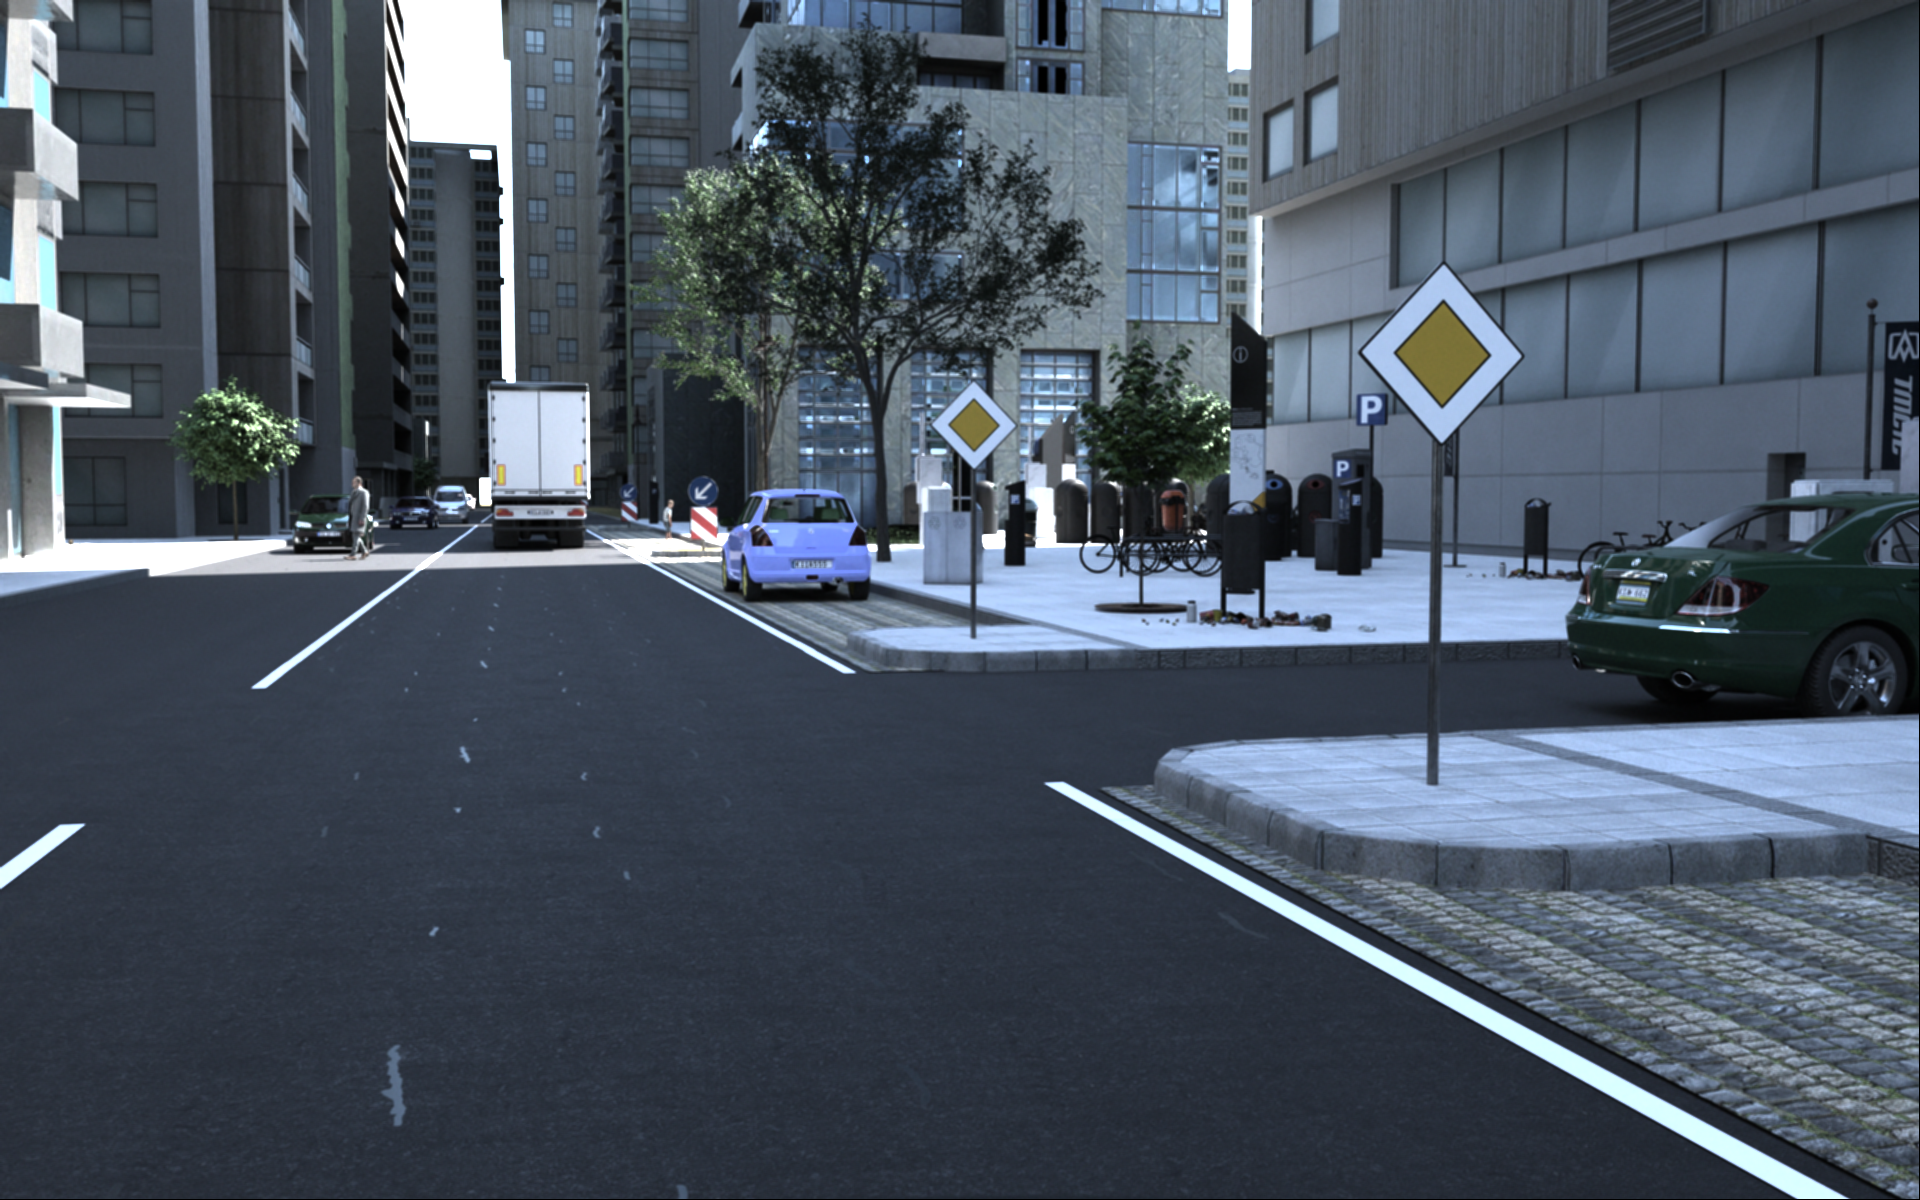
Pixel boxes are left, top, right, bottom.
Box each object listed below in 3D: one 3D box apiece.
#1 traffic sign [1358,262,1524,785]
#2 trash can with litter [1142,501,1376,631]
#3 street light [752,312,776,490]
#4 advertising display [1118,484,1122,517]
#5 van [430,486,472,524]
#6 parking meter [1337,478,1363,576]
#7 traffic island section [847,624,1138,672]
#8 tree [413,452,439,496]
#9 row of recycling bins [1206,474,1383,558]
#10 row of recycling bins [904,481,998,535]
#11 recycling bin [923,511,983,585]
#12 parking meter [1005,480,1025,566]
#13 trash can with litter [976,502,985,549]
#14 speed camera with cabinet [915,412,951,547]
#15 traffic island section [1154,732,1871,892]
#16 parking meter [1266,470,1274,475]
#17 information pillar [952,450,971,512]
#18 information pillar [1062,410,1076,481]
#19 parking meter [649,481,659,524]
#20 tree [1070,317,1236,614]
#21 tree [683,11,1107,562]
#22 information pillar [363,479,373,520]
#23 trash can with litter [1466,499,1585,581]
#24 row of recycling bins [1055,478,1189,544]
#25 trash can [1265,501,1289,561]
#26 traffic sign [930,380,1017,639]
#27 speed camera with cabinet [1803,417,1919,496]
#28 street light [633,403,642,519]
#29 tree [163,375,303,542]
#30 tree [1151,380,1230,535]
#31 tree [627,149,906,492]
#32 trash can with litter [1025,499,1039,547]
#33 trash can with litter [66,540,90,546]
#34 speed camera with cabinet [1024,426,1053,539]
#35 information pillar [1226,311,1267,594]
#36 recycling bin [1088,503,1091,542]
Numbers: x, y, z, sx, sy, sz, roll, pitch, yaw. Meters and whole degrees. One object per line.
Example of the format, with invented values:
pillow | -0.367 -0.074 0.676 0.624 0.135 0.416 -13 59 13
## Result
traffic sign | 2.084 -0.241 7.586 0.795 2.450 0.064 -1 4 -14
trash can with litter | 2.982 -0.355 16.857 1.678 1.210 2.233 -3 5 -40
street light | -4.696 -4.226 41.877 0.468 5.910 1.993 -1 4 -14
advertising display | 5.311 -2.964 53.677 0.974 1.923 0.123 -1 4 -20
van | -24.597 -4.682 83.570 2.013 2.044 4.112 -1 4 -15
parking meter | 6.166 -1.161 27.392 0.372 1.533 0.369 0 3 0
traffic island section | 0.137 0.420 15.408 2.009 0.180 2.903 -1 4 -14
tree | -42.463 -9.297 135.724 4.285 4.588 4.351 0 3 0
row of recycling bins | 6.792 -1.724 35.293 3.534 1.692 1.069 1 4 8
row of recycling bins | -0.301 -2.846 53.652 3.534 1.692 1.069 -3 5 -41
recycling bin | -0.094 -0.751 24.841 0.722 1.027 0.722 1 4 14
parking meter | 0.985 -1.386 31.074 0.372 1.533 0.369 0 3 0
trash can with litter | 0.315 -1.665 38.612 0.624 1.170 1.055 -1 4 -18
speed camera with cabinet | -0.630 -2.879 41.410 0.660 3.252 2.038 -1 4 -9
traffic island section | 2.105 0.894 7.668 2.009 0.180 2.903 -1 4 -14
parking meter | 7.578 -2.269 42.802 0.255 1.863 0.399 -1 4 -10
information pillar | 0.065 -1.476 28.625 0.304 2.012 0.304 -2 4 -23
information pillar | 3.038 -3.475 48.171 0.183 3.616 0.504 3 5 44
parking meter | -13.225 -4.229 74.859 0.399 1.863 0.255 -2 4 -24
tree | 1.945 -1.500 19.126 1.663 3.219 1.824 0 3 0
tree | -1.398 -6.026 32.942 8.767 10.594 7.601 0 4 4
information pillar | -29.294 -4.968 85.725 0.304 2.012 0.304 1 4 17
trash can with litter | 8.871 -0.928 26.235 1.678 1.210 2.233 -1 4 -17
row of recycling bins | 4.260 -2.332 45.241 3.534 1.692 1.069 -1 4 -9
trash can | 5.968 -1.328 33.373 0.748 1.137 0.748 0 3 0
traffic sign | 0.116 -0.715 15.325 0.795 2.450 0.064 -1 4 -14
speed camera with cabinet | 10.954 -1.599 20.486 2.038 3.252 0.660 0 4 -5
street light | -16.414 -7.063 88.270 0.468 5.910 1.993 -1 4 -14
tree | -19.781 -3.871 47.005 4.285 4.588 4.351 0 3 0
tree | 6.776 -4.061 50.104 4.285 4.588 4.351 0 3 0
tree | -5.738 -7.673 51.212 9.928 11.665 9.643 0 3 0
trash can with litter | 1.711 -1.892 42.320 0.624 1.170 1.055 0 4 -7
trash can with litter | -22.682 -1.939 42.756 2.233 1.210 1.678 -3 4 -37
speed camera with cabinet | 2.289 -3.407 50.044 0.660 3.252 2.038 0 4 -5
information pillar | 3.667 -1.883 22.139 0.504 3.616 0.183 3 4 36
recycling bin | 3.506 -2.091 46.738 0.722 1.027 0.722 2 4 34
